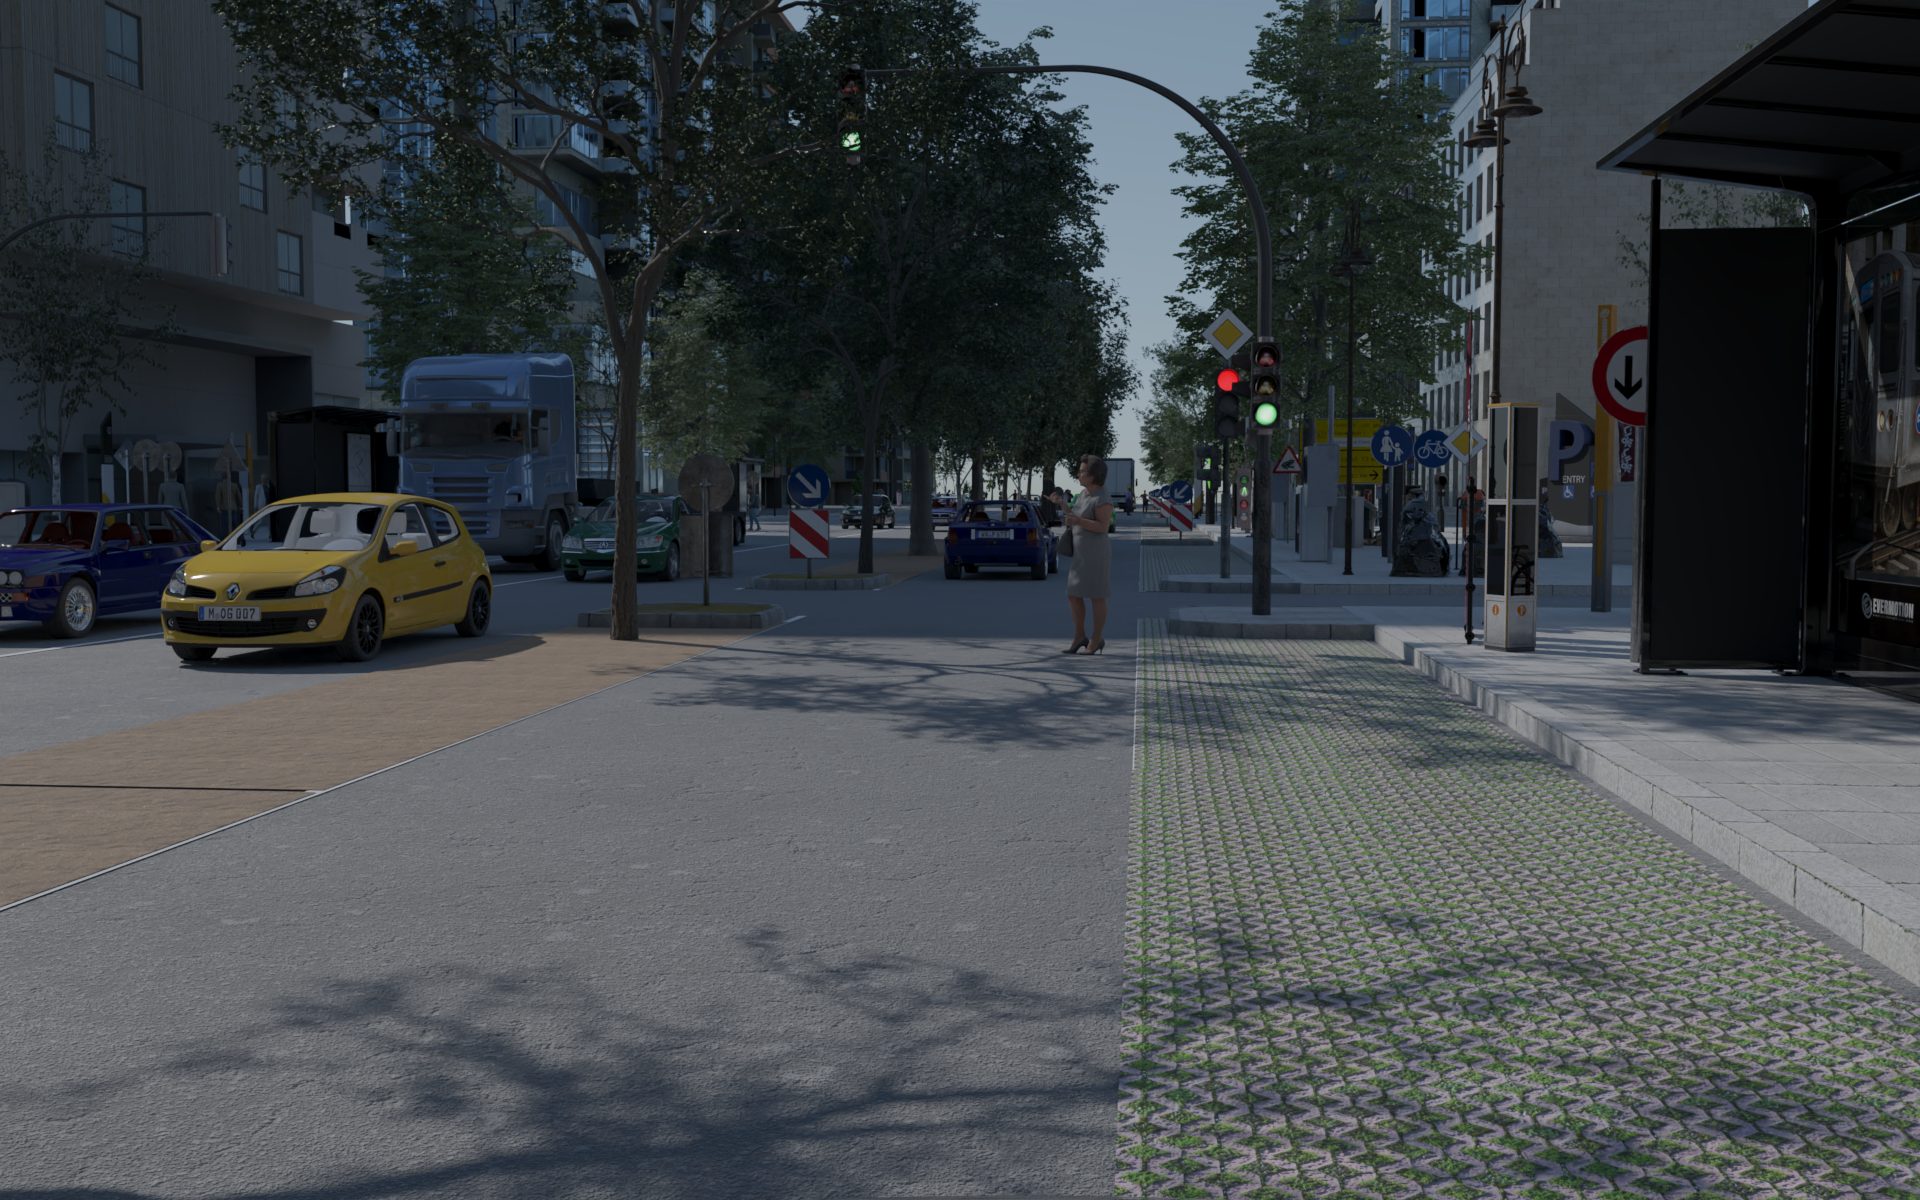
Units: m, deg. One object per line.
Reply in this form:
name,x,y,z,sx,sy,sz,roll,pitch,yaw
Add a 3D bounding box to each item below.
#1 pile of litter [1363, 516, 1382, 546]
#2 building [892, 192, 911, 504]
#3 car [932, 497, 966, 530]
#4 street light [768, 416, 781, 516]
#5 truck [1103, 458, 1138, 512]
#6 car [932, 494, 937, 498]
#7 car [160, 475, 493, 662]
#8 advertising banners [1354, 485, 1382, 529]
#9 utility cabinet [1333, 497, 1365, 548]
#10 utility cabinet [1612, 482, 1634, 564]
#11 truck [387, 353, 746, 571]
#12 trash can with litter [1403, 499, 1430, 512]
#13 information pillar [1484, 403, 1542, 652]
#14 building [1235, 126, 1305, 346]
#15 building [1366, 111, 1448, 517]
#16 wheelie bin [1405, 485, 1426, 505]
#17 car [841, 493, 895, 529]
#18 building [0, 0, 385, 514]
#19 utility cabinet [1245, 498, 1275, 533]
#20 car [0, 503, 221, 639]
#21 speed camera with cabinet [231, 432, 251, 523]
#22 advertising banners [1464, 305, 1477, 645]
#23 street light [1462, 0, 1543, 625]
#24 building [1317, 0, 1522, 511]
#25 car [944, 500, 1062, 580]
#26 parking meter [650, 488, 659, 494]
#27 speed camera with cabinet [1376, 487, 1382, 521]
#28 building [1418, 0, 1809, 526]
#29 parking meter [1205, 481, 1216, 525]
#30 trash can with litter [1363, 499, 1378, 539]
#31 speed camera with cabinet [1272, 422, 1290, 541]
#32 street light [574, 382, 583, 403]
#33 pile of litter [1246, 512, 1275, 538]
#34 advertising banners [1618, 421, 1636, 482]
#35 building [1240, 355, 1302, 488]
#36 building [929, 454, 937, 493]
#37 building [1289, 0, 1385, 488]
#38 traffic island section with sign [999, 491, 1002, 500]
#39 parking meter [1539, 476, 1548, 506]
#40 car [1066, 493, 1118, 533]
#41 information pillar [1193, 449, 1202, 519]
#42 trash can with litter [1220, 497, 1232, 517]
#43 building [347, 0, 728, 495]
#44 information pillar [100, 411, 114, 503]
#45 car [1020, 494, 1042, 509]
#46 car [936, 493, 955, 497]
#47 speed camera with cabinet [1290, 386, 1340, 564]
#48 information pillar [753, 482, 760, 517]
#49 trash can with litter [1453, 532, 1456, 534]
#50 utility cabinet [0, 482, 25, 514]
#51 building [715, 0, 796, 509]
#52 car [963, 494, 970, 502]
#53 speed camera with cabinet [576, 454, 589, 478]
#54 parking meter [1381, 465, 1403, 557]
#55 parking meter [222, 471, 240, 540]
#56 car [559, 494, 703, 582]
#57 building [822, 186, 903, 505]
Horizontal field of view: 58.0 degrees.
pile of litter,10.423,-1.780,43.062,1.176,0.858,1.719,0,4,2
building,-16.977,-37.494,236.731,21.300,48.544,21.600,0,4,6
car,-0.550,-3.335,67.109,1.945,1.354,3.894,0,4,7
street light,-10.771,-7.816,100.576,0.468,5.910,1.993,0,4,6
truck,12.799,-9.221,139.676,2.839,4.237,11.283,0,4,7
car,-2.386,-6.883,122.324,2.009,1.686,4.222,0,4,5
car,-5.773,-0.358,16.073,2.015,1.641,3.980,0,4,6
advertising banners,15.009,-4.126,63.650,0.090,3.025,2.074,-1,4,-19
utility cabinet,9.246,-1.853,41.461,0.306,1.237,1.020,-1,4,-22
utility cabinet,12.289,-1.397,31.519,1.173,1.500,0.318,3,5,39
truck,-8.014,-3.014,39.040,2.967,4.110,18.799,0,4,5
trash can with litter,10.806,-1.826,41.236,0.624,1.170,1.055,3,4,36
information pillar,4.508,-0.590,14.146,0.304,2.012,0.304,-1,4,-20
building,52.908,-39.967,242.694,28.713,52.752,27.495,0,4,6
building,27.965,-15.454,88.835,11.583,22.565,21.152,0,4,6
wheelie bin,15.501,-3.138,59.217,0.980,1.594,0.693,-1,4,-20
car,-3.817,-3.808,72.041,2.009,1.686,4.222,0,4,8
building,-38.850,-28.985,63.152,28.713,52.752,27.495,0,4,6
utility cabinet,9.914,-2.805,57.021,1.020,1.237,0.306,1,4,14
car,-9.476,-0.356,18.407,1.945,1.354,3.894,0,4,5
speed camera with cabinet,-22.789,-3.696,54.765,0.660,3.252,2.038,-1,4,-21
advertising banners,4.594,-1.186,15.583,0.090,3.025,2.074,1,4,16
street light,5.223,-2.694,16.841,0.468,5.910,1.993,0,4,6
building,36.962,-49.221,117.440,22.319,86.520,31.000,0,4,6
car,0.775,-1.082,30.265,1.945,1.354,3.894,0,4,7
parking meter,-13.462,-4.152,76.303,0.372,1.533,0.369,0,3,0
speed camera with cabinet,20.274,-5.315,81.242,0.660,3.252,2.038,-1,4,-17
building,25.170,-13.136,69.520,10.420,20.320,16.860,0,4,6
parking meter,10.531,-4.105,72.828,0.399,1.863,0.255,-3,5,-43
trash can with litter,11.279,-2.188,47.162,0.624,1.170,1.055,-3,5,-44
speed camera with cabinet,9.010,-3.284,48.022,0.660,3.252,2.038,1,4,21
street light,-14.599,-5.656,65.262,0.468,5.910,1.993,0,4,6
pile of litter,9.029,-2.273,51.121,1.176,0.858,1.719,1,4,11
advertising banners,14.876,-2.503,37.108,0.090,3.025,2.074,-2,4,-27
building,49.219,-22.659,215.515,27.650,21.520,28.899,0,4,6
building,-11.227,-34.903,254.258,14.154,41.232,14.086,0,4,6
building,40.437,-32.382,149.059,23.786,49.044,30.456,0,4,6
traffic island section with sign,5.651,-13.962,236.908,1.989,1.847,2.006,0,4,6
parking meter,19.106,-3.124,56.794,0.399,1.863,0.255,0,4,1
car,4.958,-3.449,65.189,1.959,1.807,4.718,0,4,6
information pillar,12.247,-5.987,89.243,0.183,3.616,0.504,-3,4,-38
trash can with litter,15.226,-5.346,98.801,0.624,1.170,1.055,2,4,29
building,-28.914,-49.319,119.043,22.319,86.520,31.000,0,4,6
information pillar,-23.985,-3.510,48.749,0.183,3.616,0.504,0,4,2
car,4.795,-6.647,118.457,2.009,1.686,4.222,0,4,6
car,-1.273,-8.028,140.296,2.155,1.783,4.494,0,4,8
speed camera with cabinet,6.661,-2.328,32.396,0.660,3.252,2.038,0,4,6
information pillar,-11.439,-5.671,97.211,0.304,2.012,0.304,-2,4,-26
trash can with litter,16.634,-2.685,54.959,1.678,1.210,2.233,-2,4,-26
utility cabinet,-18.241,-1.462,32.580,1.173,1.500,0.318,0,4,-3
building,-25.903,-30.319,150.335,22.147,44.769,28.867,0,4,6
car,1.011,-9.244,162.930,2.131,1.459,4.920,0,4,5
speed camera with cabinet,-19.250,-5.548,85.044,2.038,3.252,0.660,-3,5,-43
parking meter,8.755,-1.798,35.101,0.255,1.863,0.399,-2,4,-28
parking meter,-18.400,-2.325,43.725,0.399,1.863,0.255,2,4,28
car,-5.449,-1.109,29.933,2.131,1.459,4.920,0,4,5
building,-18.999,-34.044,211.243,22.147,44.769,28.867,0,4,6
